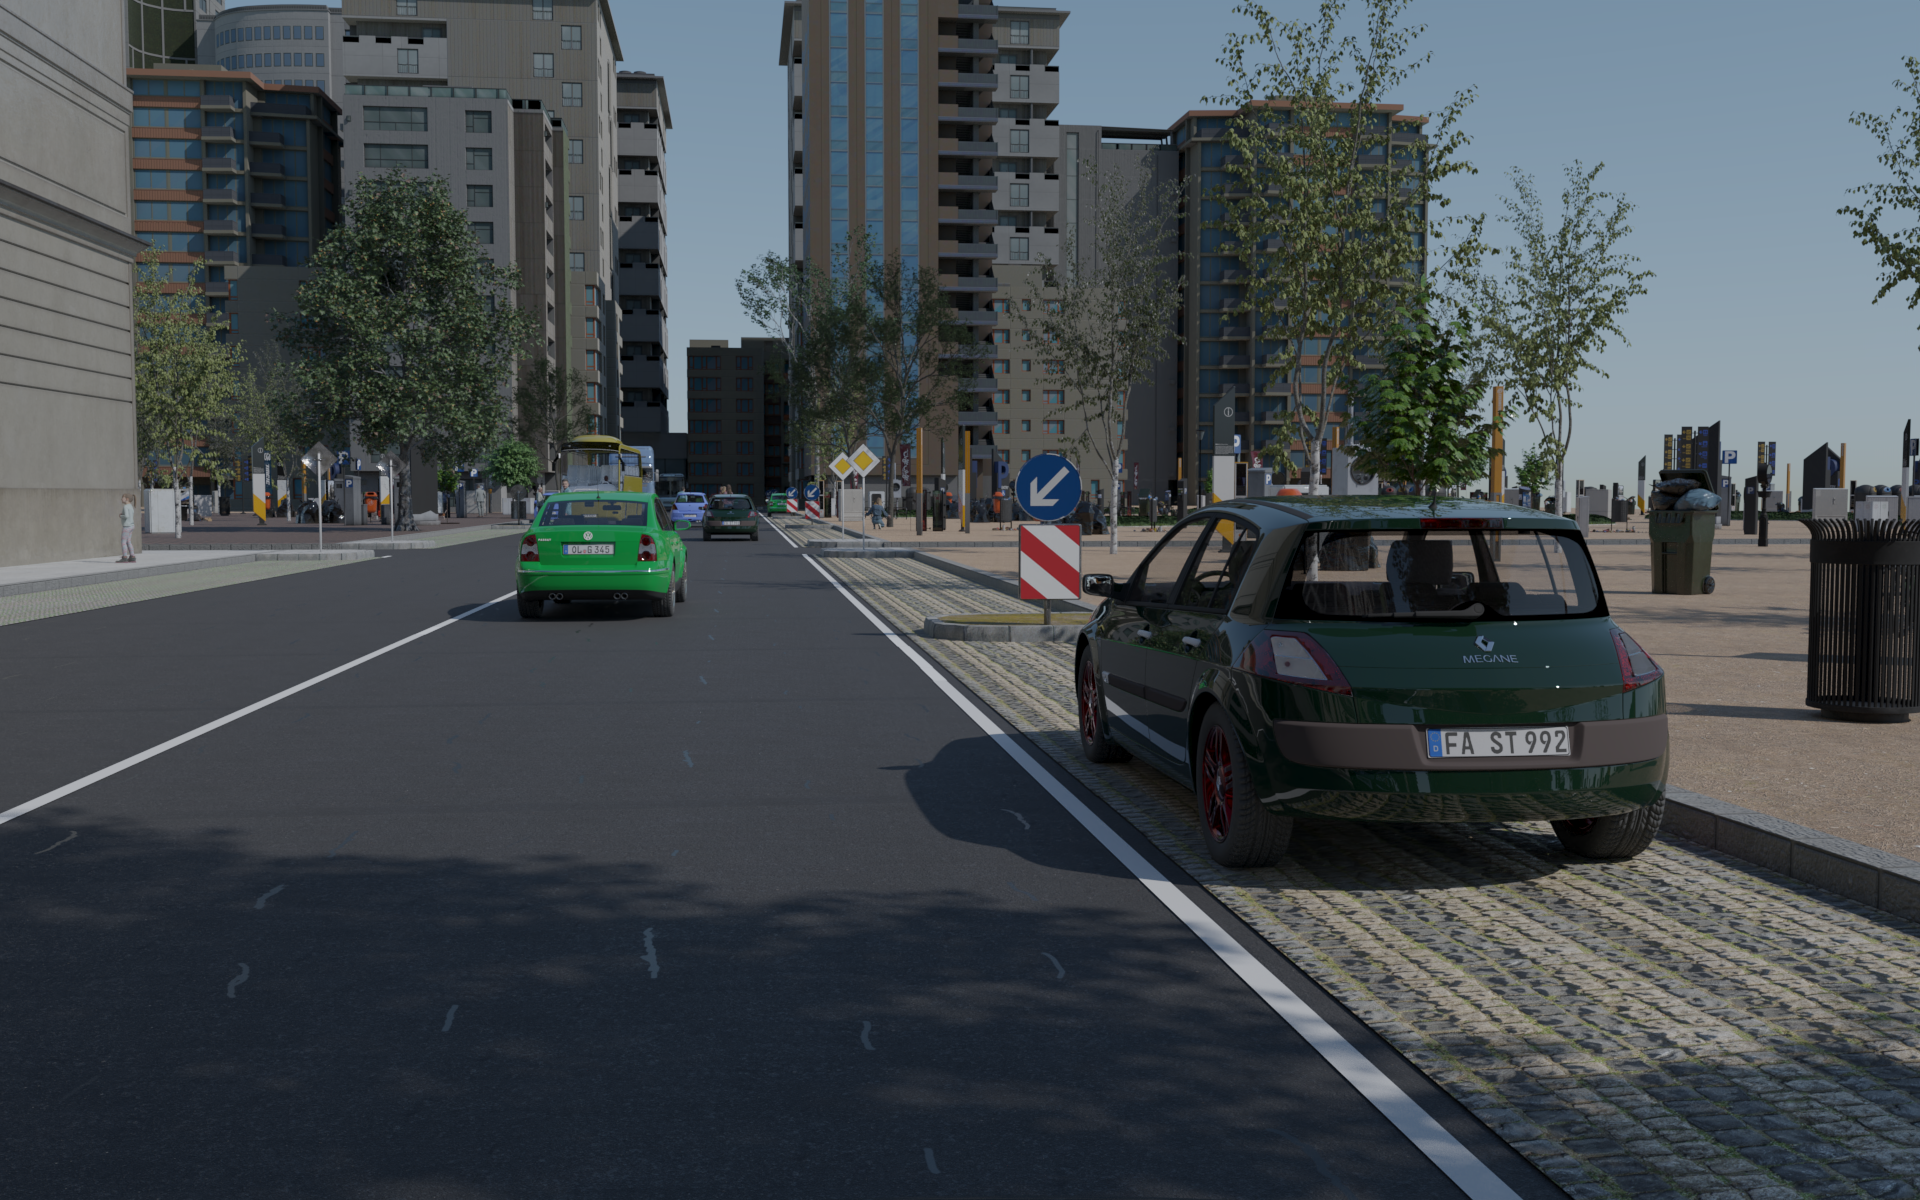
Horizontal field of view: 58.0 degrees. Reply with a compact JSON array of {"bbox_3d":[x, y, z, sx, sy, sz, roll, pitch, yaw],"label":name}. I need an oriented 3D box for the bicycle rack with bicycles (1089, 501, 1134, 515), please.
[{"bbox_3d":[7.827,-4.696,90.166,2.852,0.926,2.925,-3,5,-39],"label":"bicycle rack with bicycles"}]

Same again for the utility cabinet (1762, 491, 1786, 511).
[{"bbox_3d":[50.388,-6.039,107.411,1.173,1.500,0.318,2,4,29],"label":"utility cabinet"}]

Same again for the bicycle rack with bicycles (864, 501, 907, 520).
[{"bbox_3d":[-3.922,-4.537,87.555,2.852,0.926,2.925,-2,4,-24],"label":"bicycle rack with bicycles"}]

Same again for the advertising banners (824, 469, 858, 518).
[{"bbox_3d":[-6.408,-5.922,93.008,2.074,3.025,0.090,0,4,0],"label":"advertising banners"}]

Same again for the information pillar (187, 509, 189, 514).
[{"bbox_3d":[-48.861,-6.407,109.246,0.304,2.012,0.304,2,4,24],"label":"information pillar"}]

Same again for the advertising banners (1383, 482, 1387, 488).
[{"bbox_3d":[23.309,-6.134,96.472,0.090,3.025,2.074,-1,4,-15],"label":"advertising banners"}]

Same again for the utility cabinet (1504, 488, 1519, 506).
[{"bbox_3d":[21.586,-3.614,67.766,0.318,1.500,1.173,-3,4,-37],"label":"utility cabinet"}]

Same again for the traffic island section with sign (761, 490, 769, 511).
[{"bbox_3d":[-16.077,-8.576,148.841,1.989,1.847,2.006,0,4,-7],"label":"traffic island section with sign"}]

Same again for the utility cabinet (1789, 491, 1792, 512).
[{"bbox_3d":[59.168,-7.036,123.711,0.318,1.500,1.173,1,4,22],"label":"utility cabinet"}]

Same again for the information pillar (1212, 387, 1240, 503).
[{"bbox_3d":[5.762,-2.840,37.794,0.504,3.616,0.183,-1,4,-13],"label":"information pillar"}]

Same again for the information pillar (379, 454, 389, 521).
[{"bbox_3d":[-26.992,-5.493,81.162,0.183,3.616,0.504,2,4,33],"label":"information pillar"}]

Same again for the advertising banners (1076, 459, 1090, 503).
[{"bbox_3d":[5.603,-5.059,78.908,0.090,3.025,2.074,-1,4,-12],"label":"advertising banners"}]

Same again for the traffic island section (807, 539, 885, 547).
[{"bbox_3d":[-3.192,-1.567,47.902,2.009,0.180,2.903,0,4,-7],"label":"traffic island section"}]

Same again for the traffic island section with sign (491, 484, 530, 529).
[{"bbox_3d":[-18.037,-3.805,70.835,1.989,1.847,2.006,0,4,-7],"label":"traffic island section with sign"}]

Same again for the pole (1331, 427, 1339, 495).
[{"bbox_3d":[11.405,-3.598,52.673,0.158,3.312,0.155,0,3,0],"label":"pole"}]

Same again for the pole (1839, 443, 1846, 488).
[{"bbox_3d":[35.231,-4.606,69.155,0.158,3.312,0.155,0,3,0],"label":"pole"}]

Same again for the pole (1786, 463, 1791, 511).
[{"bbox_3d":[54.980,-7.410,114.988,0.158,3.312,0.155,0,3,0],"label":"pole"}]

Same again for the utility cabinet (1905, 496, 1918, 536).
[{"bbox_3d":[29.055,-2.505,52.125,1.020,1.237,0.306,1,4,19],"label":"utility cabinet"}]

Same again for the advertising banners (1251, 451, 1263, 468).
[{"bbox_3d":[12.770,-4.526,70.181,2.074,3.025,0.090,0,4,-5],"label":"advertising banners"}]

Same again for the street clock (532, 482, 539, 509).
[{"bbox_3d":[-25.731,-6.144,105.026,0.358,2.002,0.471,-3,5,-44],"label":"street clock"}]

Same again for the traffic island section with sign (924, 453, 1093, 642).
[{"bbox_3d":[0.664,-0.550,17.622,1.989,1.847,2.006,0,4,-7],"label":"traffic island section with sign"}]

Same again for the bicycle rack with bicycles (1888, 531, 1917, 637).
[{"bbox_3d":[9.544,-0.147,15.790,2.925,0.926,2.852,-2,4,-24],"label":"bicycle rack with bicycles"}]

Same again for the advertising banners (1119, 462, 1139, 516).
[{"bbox_3d":[9.402,-6.120,96.250,0.090,3.025,2.074,-2,4,-24],"label":"advertising banners"}]

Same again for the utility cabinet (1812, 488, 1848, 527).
[{"bbox_3d":[33.298,-3.523,66.274,1.173,1.500,0.318,0,4,7],"label":"utility cabinet"}]

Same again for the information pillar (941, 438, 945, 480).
[{"bbox_3d":[-0.702,-4.904,71.542,0.183,3.616,0.504,1,4,11],"label":"information pillar"}]

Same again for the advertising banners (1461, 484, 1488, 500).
[{"bbox_3d":[36.299,-7.716,122.350,2.074,3.025,0.090,1,4,14],"label":"advertising banners"}]

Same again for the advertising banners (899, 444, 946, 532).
[{"bbox_3d":[-1.317,-3.894,59.852,2.074,3.025,0.090,3,5,40],"label":"advertising banners"}]

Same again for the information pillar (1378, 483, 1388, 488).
[{"bbox_3d":[27.504,-6.639,113.034,0.304,2.012,0.304,-3,4,-38],"label":"information pillar"}]

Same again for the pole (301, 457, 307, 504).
[{"bbox_3d":[-34.319,-5.918,90.602,0.158,3.312,0.155,0,3,0],"label":"pole"}]

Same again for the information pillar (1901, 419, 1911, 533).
[{"bbox_3d":[29.592,-3.844,54.199,0.183,3.616,0.504,1,4,14],"label":"information pillar"}]

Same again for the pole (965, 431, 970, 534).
[{"bbox_3d":[0.240,-3.815,56.222,0.158,3.312,0.155,0,3,0],"label":"pole"}]

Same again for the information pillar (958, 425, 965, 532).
[{"bbox_3d":[0.065,-4.140,59.042,0.183,3.616,0.504,-1,4,-18],"label":"information pillar"}]

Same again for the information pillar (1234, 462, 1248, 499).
[{"bbox_3d":[6.466,-2.169,39.952,0.304,2.012,0.304,0,4,4],"label":"information pillar"}]

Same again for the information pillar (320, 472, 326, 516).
[{"bbox_3d":[-37.596,-6.779,102.197,0.504,3.616,0.183,2,4,33],"label":"information pillar"}]

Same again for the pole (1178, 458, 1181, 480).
[{"bbox_3d":[12.420,-6.368,97.959,0.158,3.312,0.155,0,3,0],"label":"pole"}]

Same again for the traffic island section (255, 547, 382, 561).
[{"bbox_3d":[-14.225,-0.989,38.454,2.009,0.180,2.903,0,4,-7],"label":"traffic island section"}]

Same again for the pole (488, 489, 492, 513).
[{"bbox_3d":[-31.708,-7.523,116.840,0.158,3.312,0.155,0,3,0],"label":"pole"}]

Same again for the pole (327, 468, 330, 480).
[{"bbox_3d":[-43.171,-7.629,118.582,0.158,3.312,0.155,0,3,0],"label":"pole"}]

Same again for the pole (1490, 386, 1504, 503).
[{"bbox_3d":[10.169,-2.384,32.822,0.158,3.312,0.155,0,3,0],"label":"pole"}]

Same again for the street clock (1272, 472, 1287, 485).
[{"bbox_3d":[10.328,-3.157,56.187,0.471,2.002,0.358,2,4,29],"label":"street clock"}]

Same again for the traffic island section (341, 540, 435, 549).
[{"bbox_3d":[-15.237,-1.474,46.375,2.009,0.180,2.903,0,4,-7],"label":"traffic island section"}]

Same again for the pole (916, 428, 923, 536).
[{"bbox_3d":[-1.251,-3.644,53.416,0.158,3.312,0.155,0,3,0],"label":"pole"}]

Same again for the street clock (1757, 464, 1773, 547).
[{"bbox_3d":[19.581,-2.300,42.176,0.358,2.002,0.471,3,5,40],"label":"street clock"}]

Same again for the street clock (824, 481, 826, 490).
[{"bbox_3d":[-7.577,-5.565,95.560,0.358,2.002,0.471,1,4,10],"label":"street clock"}]

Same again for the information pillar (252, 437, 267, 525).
[{"bbox_3d":[-28.686,-4.863,70.868,0.504,3.616,0.183,-3,5,-41],"label":"information pillar"}]

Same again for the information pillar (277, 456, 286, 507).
[{"bbox_3d":[-40.335,-6.826,102.967,0.504,3.616,0.183,-1,4,-14],"label":"information pillar"}]

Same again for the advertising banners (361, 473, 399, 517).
[{"bbox_3d":[-31.783,-6.041,94.954,2.074,3.025,0.090,0,4,-3],"label":"advertising banners"}]

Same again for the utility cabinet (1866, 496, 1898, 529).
[{"bbox_3d":[34.029,-3.229,63.950,1.020,1.237,0.306,1,4,15],"label":"utility cabinet"}]

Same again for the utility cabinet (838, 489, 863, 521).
[{"bbox_3d":[-5.072,-4.413,80.832,1.173,1.500,0.318,-2,4,-27],"label":"utility cabinet"}]

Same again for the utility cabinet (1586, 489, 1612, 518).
[{"bbox_3d":[29.617,-4.381,80.308,0.318,1.500,1.173,-3,4,-36],"label":"utility cabinet"}]

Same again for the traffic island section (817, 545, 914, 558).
[{"bbox_3d":[-2.181,-1.083,39.981,2.009,0.180,2.903,0,4,-7],"label":"traffic island section"}]

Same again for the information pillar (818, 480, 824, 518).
[{"bbox_3d":[-7.375,-5.357,92.073,0.304,2.012,0.304,0,4,-3],"label":"information pillar"}]

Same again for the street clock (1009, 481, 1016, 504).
[{"bbox_3d":[2.921,-5.481,94.191,0.358,2.002,0.471,-3,5,-41],"label":"street clock"}]

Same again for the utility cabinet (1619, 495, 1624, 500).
[{"bbox_3d":[37.640,-5.366,98.888,0.306,1.237,1.020,3,4,36],"label":"utility cabinet"}]

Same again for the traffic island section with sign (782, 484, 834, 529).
[{"bbox_3d":[-6.307,-3.895,72.304,1.989,1.847,2.006,0,4,-7],"label":"traffic island section with sign"}]

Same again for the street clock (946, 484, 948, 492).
[{"bbox_3d":[-1.021,-7.123,121.029,0.358,2.002,0.471,-2,4,-25],"label":"street clock"}]

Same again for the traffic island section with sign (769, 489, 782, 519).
[{"bbox_3d":[-9.788,-5.561,99.553,1.989,1.847,2.006,0,4,-7],"label":"traffic island section with sign"}]
